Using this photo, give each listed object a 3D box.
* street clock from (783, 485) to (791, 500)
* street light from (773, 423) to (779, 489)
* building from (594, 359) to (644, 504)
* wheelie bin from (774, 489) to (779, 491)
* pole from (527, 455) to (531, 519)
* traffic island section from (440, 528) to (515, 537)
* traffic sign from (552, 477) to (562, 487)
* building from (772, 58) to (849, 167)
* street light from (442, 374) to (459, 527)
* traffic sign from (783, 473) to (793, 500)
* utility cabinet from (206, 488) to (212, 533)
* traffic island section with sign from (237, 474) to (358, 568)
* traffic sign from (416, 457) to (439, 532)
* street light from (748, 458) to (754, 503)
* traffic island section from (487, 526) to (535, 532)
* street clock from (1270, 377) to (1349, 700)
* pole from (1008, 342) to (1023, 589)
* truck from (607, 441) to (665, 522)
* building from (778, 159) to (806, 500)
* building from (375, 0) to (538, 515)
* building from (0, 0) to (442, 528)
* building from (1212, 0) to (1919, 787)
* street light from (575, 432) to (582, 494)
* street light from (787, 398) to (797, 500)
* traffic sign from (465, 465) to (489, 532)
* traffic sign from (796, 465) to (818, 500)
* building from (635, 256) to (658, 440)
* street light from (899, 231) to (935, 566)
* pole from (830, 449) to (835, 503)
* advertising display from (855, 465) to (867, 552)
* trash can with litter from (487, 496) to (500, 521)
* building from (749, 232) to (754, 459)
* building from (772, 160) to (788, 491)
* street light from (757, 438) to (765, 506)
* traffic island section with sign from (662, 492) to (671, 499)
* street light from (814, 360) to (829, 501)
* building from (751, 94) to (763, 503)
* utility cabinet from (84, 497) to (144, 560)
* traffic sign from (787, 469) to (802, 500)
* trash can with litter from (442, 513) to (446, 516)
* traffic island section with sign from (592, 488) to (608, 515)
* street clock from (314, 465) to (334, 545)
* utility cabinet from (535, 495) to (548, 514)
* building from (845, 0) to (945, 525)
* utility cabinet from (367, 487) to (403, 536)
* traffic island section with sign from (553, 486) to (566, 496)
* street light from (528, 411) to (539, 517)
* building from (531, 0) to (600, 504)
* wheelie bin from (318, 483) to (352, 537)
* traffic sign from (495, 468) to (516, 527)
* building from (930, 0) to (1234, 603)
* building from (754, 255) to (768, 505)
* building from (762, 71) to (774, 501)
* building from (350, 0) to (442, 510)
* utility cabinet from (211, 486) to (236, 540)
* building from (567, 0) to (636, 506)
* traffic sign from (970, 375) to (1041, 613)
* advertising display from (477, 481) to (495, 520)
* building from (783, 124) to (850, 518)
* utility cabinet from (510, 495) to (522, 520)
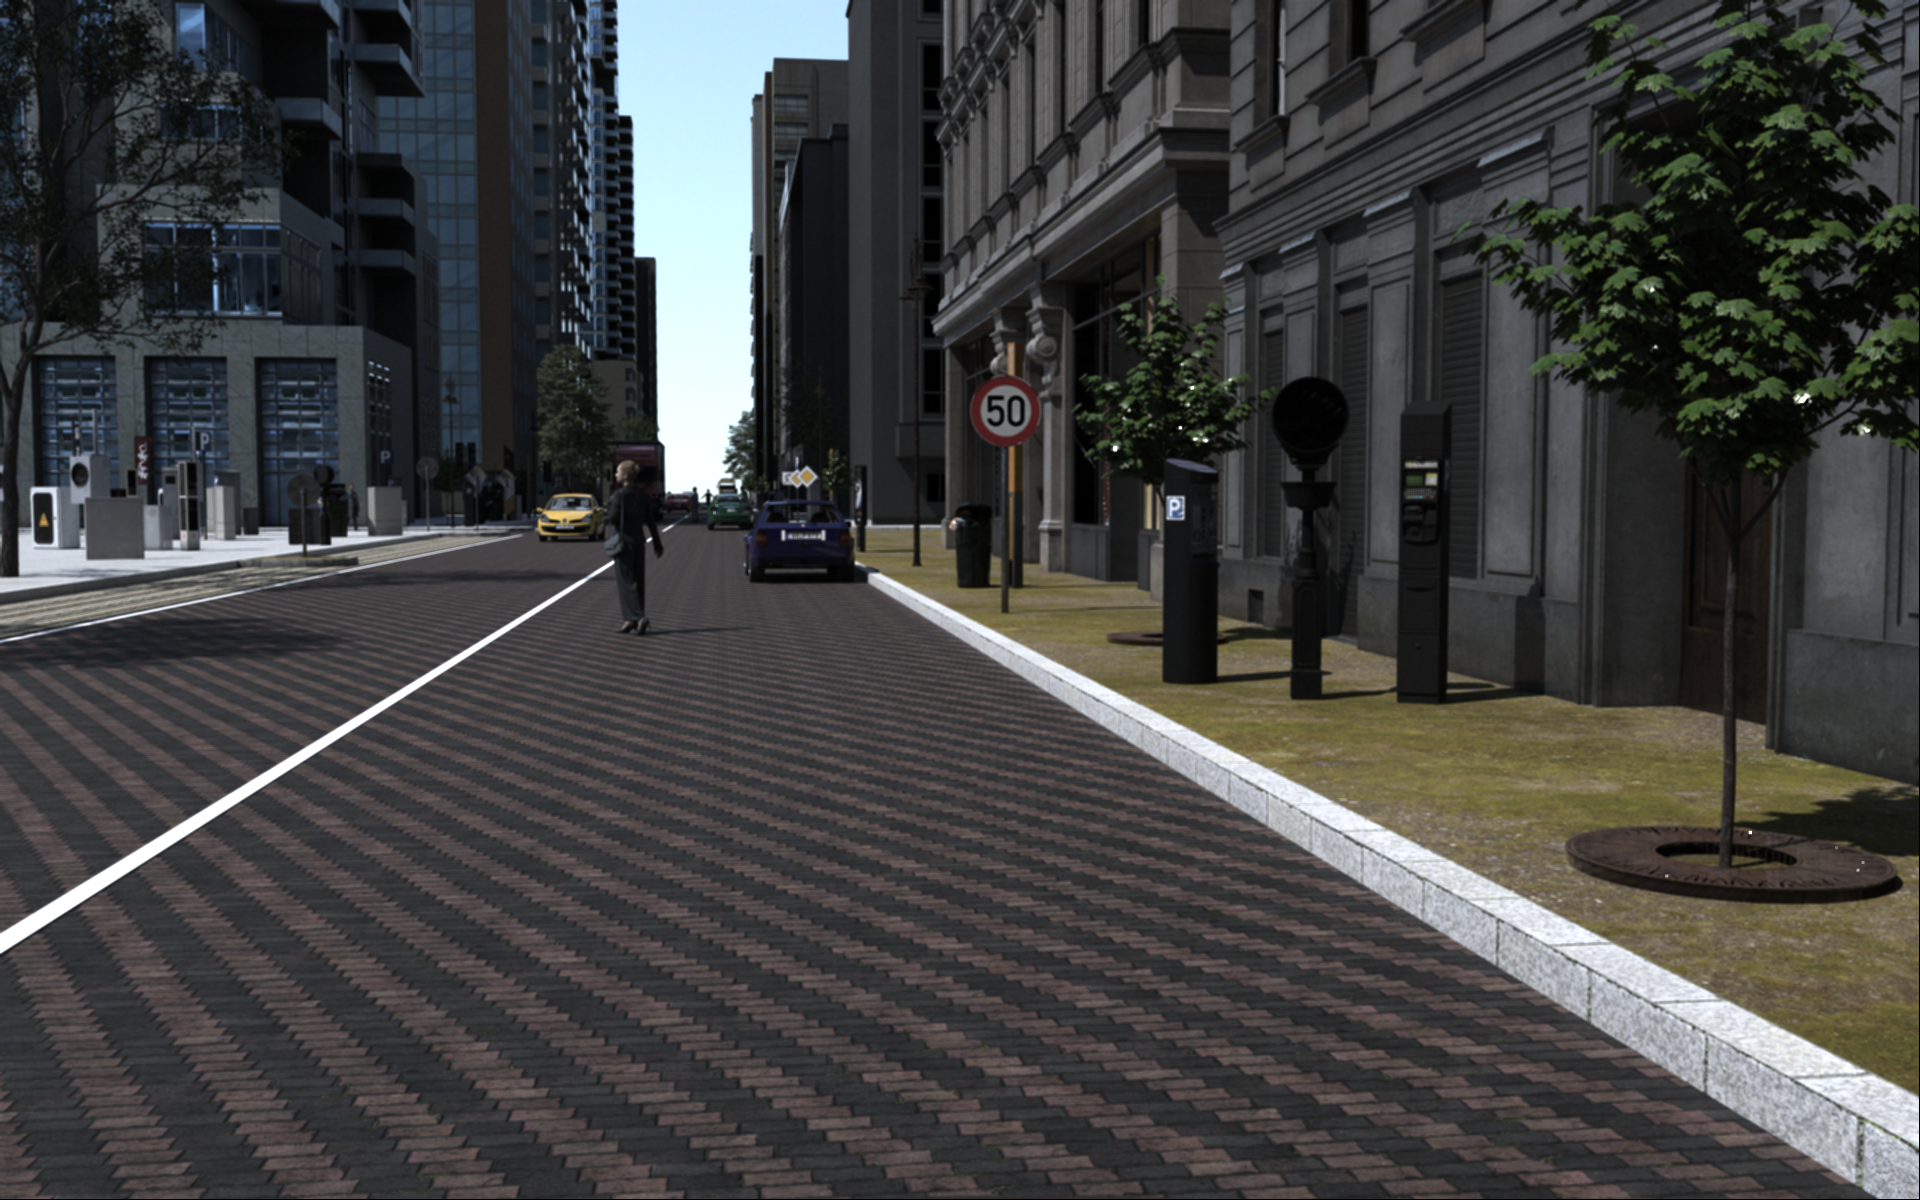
[{"bbox_3d":[-8.095,-4.673,80.969,0.358,2.002,0.471,-2,4,-28],"label":"street clock"},{"bbox_3d":[-11.963,-8.554,112.646,0.468,5.910,1.993,0,4,-8],"label":"street light"},{"bbox_3d":[-57.984,-23.981,237.120,27.650,21.520,28.899,0,4,-8],"label":"building"},{"bbox_3d":[-11.457,-6.152,108.500,0.693,1.594,0.980,1,4,16],"label":"wheelie bin"},{"bbox_3d":[-22.276,-5.848,89.463,0.158,3.312,0.155,0,3,0],"label":"pole"},{"bbox_3d":[-16.446,-2.242,58.944,2.009,0.180,2.903,0,4,-8],"label":"traffic island section"},{"bbox_3d":[-24.396,-6.284,104.870,0.606,2.300,0.079,0,4,0],"label":"traffic sign"},{"bbox_3d":[-10.983,-29.567,167.008,14.154,41.232,14.086,0,4,-8],"label":"building"},{"bbox_3d":[-19.577,-5.743,66.688,0.468,5.910,1.993,0,4,-8],"label":"street light"},{"bbox_3d":[-7.953,-4.797,80.556,0.606,2.300,0.079,0,4,-6],"label":"traffic sign"},{"bbox_3d":[-24.277,-2.954,56.979,0.318,1.500,1.173,1,4,15],"label":"utility cabinet"},{"bbox_3d":[-13.117,-1.580,34.468,1.989,1.847,2.006,0,4,-8],"label":"traffic island section with sign"},{"bbox_3d":[-18.206,-3.617,59.241,0.768,2.556,0.104,0,4,-5],"label":"traffic sign"},{"bbox_3d":[-22.533,-13.213,188.823,0.468,5.910,1.993,0,4,-8],"label":"street light"},{"bbox_3d":[-17.530,-2.726,66.855,2.009,0.180,2.903,0,4,-8],"label":"traffic island section"},{"bbox_3d":[2.173,-0.382,10.820,0.471,2.002,0.358,0,4,8],"label":"street clock"},{"bbox_3d":[0.746,-1.811,23.448,0.158,3.312,0.155,0,3,0],"label":"pole"},{"bbox_3d":[-17.296,-6.388,93.353,2.839,4.237,11.283,0,4,-8],"label":"truck"},{"bbox_3d":[-7.548,-19.269,133.067,12.078,24.808,19.932,0,4,-8],"label":"building"},{"bbox_3d":[-34.942,-28.142,110.237,14.600,45.320,14.200,0,4,-8],"label":"building"},{"bbox_3d":[-36.039,-46.809,78.002,22.319,86.520,31.000,0,4,-8],"label":"building"},{"bbox_3d":[8.569,-9.811,9.559,9.793,20.994,18.267,0,4,-8],"label":"building"},{"bbox_3d":[-27.705,-9.361,125.844,0.468,5.910,1.993,0,4,-8],"label":"street light"},{"bbox_3d":[-8.087,-6.757,83.271,0.468,5.910,1.993,0,4,-8],"label":"street light"},{"bbox_3d":[-16.424,-3.379,58.885,0.795,2.450,0.064,0,4,-8],"label":"traffic sign"},{"bbox_3d":[-5.330,-3.470,60.379,0.795,2.450,0.064,0,4,-8],"label":"traffic sign"},{"bbox_3d":[-57.996,-37.079,289.843,14.154,41.232,14.086,0,4,-8],"label":"building"},{"bbox_3d":[-0.769,-3.542,30.694,0.468,5.910,1.993,0,4,-8],"label":"street light"},{"bbox_3d":[-5.745,-5.150,78.049,0.158,3.312,0.155,0,3,0],"label":"pole"},{"bbox_3d":[-2.205,-2.036,38.497,0.123,1.923,0.974,-1,4,-13],"label":"advertising display"},{"bbox_3d":[-22.141,-4.321,82.036,0.624,1.170,1.055,-2,4,-24],"label":"trash can with litter"},{"bbox_3d":[-23.401,-40.786,286.463,23.786,49.044,30.456,0,4,-8],"label":"building"},{"bbox_3d":[-9.546,-23.340,153.316,14.160,30.474,14.107,0,4,-8],"label":"building"},{"bbox_3d":[-16.211,-10.374,142.409,0.468,5.910,1.993,0,4,-8],"label":"street light"},{"bbox_3d":[-45.985,-16.260,274.484,1.989,1.847,2.006,0,4,-8],"label":"traffic island section with sign"},{"bbox_3d":[-4.823,-5.337,60.044,0.468,5.910,1.993,0,4,-8],"label":"street light"},{"bbox_3d":[-20.206,-43.735,257.058,21.231,58.520,28.212,0,4,-8],"label":"building"},{"bbox_3d":[-16.610,-1.397,34.011,1.020,1.237,0.306,-2,4,-31],"label":"utility cabinet"},{"bbox_3d":[-6.414,-3.954,68.290,0.795,2.450,0.064,0,4,-8],"label":"traffic sign"},{"bbox_3d":[-30.553,-5.441,100.023,2.233,1.210,1.678,1,4,13],"label":"trash can with litter"},{"bbox_3d":[-24.306,-6.583,116.255,1.989,1.847,2.006,0,4,-8],"label":"traffic island section with sign"},{"bbox_3d":[-15.936,-2.378,43.446,0.471,2.002,0.358,2,4,23],"label":"street clock"},{"bbox_3d":[-26.512,-6.030,109.747,0.306,1.237,1.020,2,4,25],"label":"utility cabinet"},{"bbox_3d":[7.425,-17.358,77.305,24.014,27.812,14.314,0,4,-8],"label":"building"},{"bbox_3d":[-17.508,-2.693,52.715,0.318,1.500,1.173,2,4,23],"label":"utility cabinet"},{"bbox_3d":[-20.647,-4.949,89.549,1.989,1.847,2.006,0,4,-8],"label":"traffic island section with sign"},{"bbox_3d":[-23.620,-7.538,96.040,0.468,5.910,1.993,0,4,-8],"label":"street light"},{"bbox_3d":[-44.982,-32.691,154.110,23.786,49.044,30.456,0,4,-8],"label":"building"},{"bbox_3d":[-18.638,-2.682,51.753,0.980,1.594,0.693,-3,5,-39],"label":"wheelie bin"},{"bbox_3d":[-17.508,-3.863,66.797,0.795,2.450,0.064,0,4,-8],"label":"traffic sign"},{"bbox_3d":[4.128,-11.546,39.679,10.553,20.767,40.483,0,4,-8],"label":"building"},{"bbox_3d":[-17.941,-26.879,211.180,14.160,30.474,14.107,0,4,-8],"label":"building"},{"bbox_3d":[-13.533,-32.513,181.702,14.600,45.320,14.200,0,4,-8],"label":"building"},{"bbox_3d":[-49.350,-53.251,183.326,22.319,86.520,31.000,0,4,-8],"label":"building"},{"bbox_3d":[-20.466,-2.419,48.230,0.318,1.500,1.173,-2,4,-35],"label":"utility cabinet"},{"bbox_3d":[-59.785,-58.277,265.506,22.319,86.520,31.000,0,4,-8],"label":"building"},{"bbox_3d":[0.486,-1.132,18.620,0.768,2.556,0.104,0,4,-5],"label":"traffic sign"},{"bbox_3d":[-23.433,-4.919,85.643,0.974,1.923,0.123,2,4,24],"label":"advertising display"},{"bbox_3d":[-3.283,-17.636,107.411,14.314,24.678,30.058,0,4,-8],"label":"building"},{"bbox_3d":[-21.729,-4.499,84.722,0.306,1.237,1.020,-2,4,-31],"label":"utility cabinet"}]
